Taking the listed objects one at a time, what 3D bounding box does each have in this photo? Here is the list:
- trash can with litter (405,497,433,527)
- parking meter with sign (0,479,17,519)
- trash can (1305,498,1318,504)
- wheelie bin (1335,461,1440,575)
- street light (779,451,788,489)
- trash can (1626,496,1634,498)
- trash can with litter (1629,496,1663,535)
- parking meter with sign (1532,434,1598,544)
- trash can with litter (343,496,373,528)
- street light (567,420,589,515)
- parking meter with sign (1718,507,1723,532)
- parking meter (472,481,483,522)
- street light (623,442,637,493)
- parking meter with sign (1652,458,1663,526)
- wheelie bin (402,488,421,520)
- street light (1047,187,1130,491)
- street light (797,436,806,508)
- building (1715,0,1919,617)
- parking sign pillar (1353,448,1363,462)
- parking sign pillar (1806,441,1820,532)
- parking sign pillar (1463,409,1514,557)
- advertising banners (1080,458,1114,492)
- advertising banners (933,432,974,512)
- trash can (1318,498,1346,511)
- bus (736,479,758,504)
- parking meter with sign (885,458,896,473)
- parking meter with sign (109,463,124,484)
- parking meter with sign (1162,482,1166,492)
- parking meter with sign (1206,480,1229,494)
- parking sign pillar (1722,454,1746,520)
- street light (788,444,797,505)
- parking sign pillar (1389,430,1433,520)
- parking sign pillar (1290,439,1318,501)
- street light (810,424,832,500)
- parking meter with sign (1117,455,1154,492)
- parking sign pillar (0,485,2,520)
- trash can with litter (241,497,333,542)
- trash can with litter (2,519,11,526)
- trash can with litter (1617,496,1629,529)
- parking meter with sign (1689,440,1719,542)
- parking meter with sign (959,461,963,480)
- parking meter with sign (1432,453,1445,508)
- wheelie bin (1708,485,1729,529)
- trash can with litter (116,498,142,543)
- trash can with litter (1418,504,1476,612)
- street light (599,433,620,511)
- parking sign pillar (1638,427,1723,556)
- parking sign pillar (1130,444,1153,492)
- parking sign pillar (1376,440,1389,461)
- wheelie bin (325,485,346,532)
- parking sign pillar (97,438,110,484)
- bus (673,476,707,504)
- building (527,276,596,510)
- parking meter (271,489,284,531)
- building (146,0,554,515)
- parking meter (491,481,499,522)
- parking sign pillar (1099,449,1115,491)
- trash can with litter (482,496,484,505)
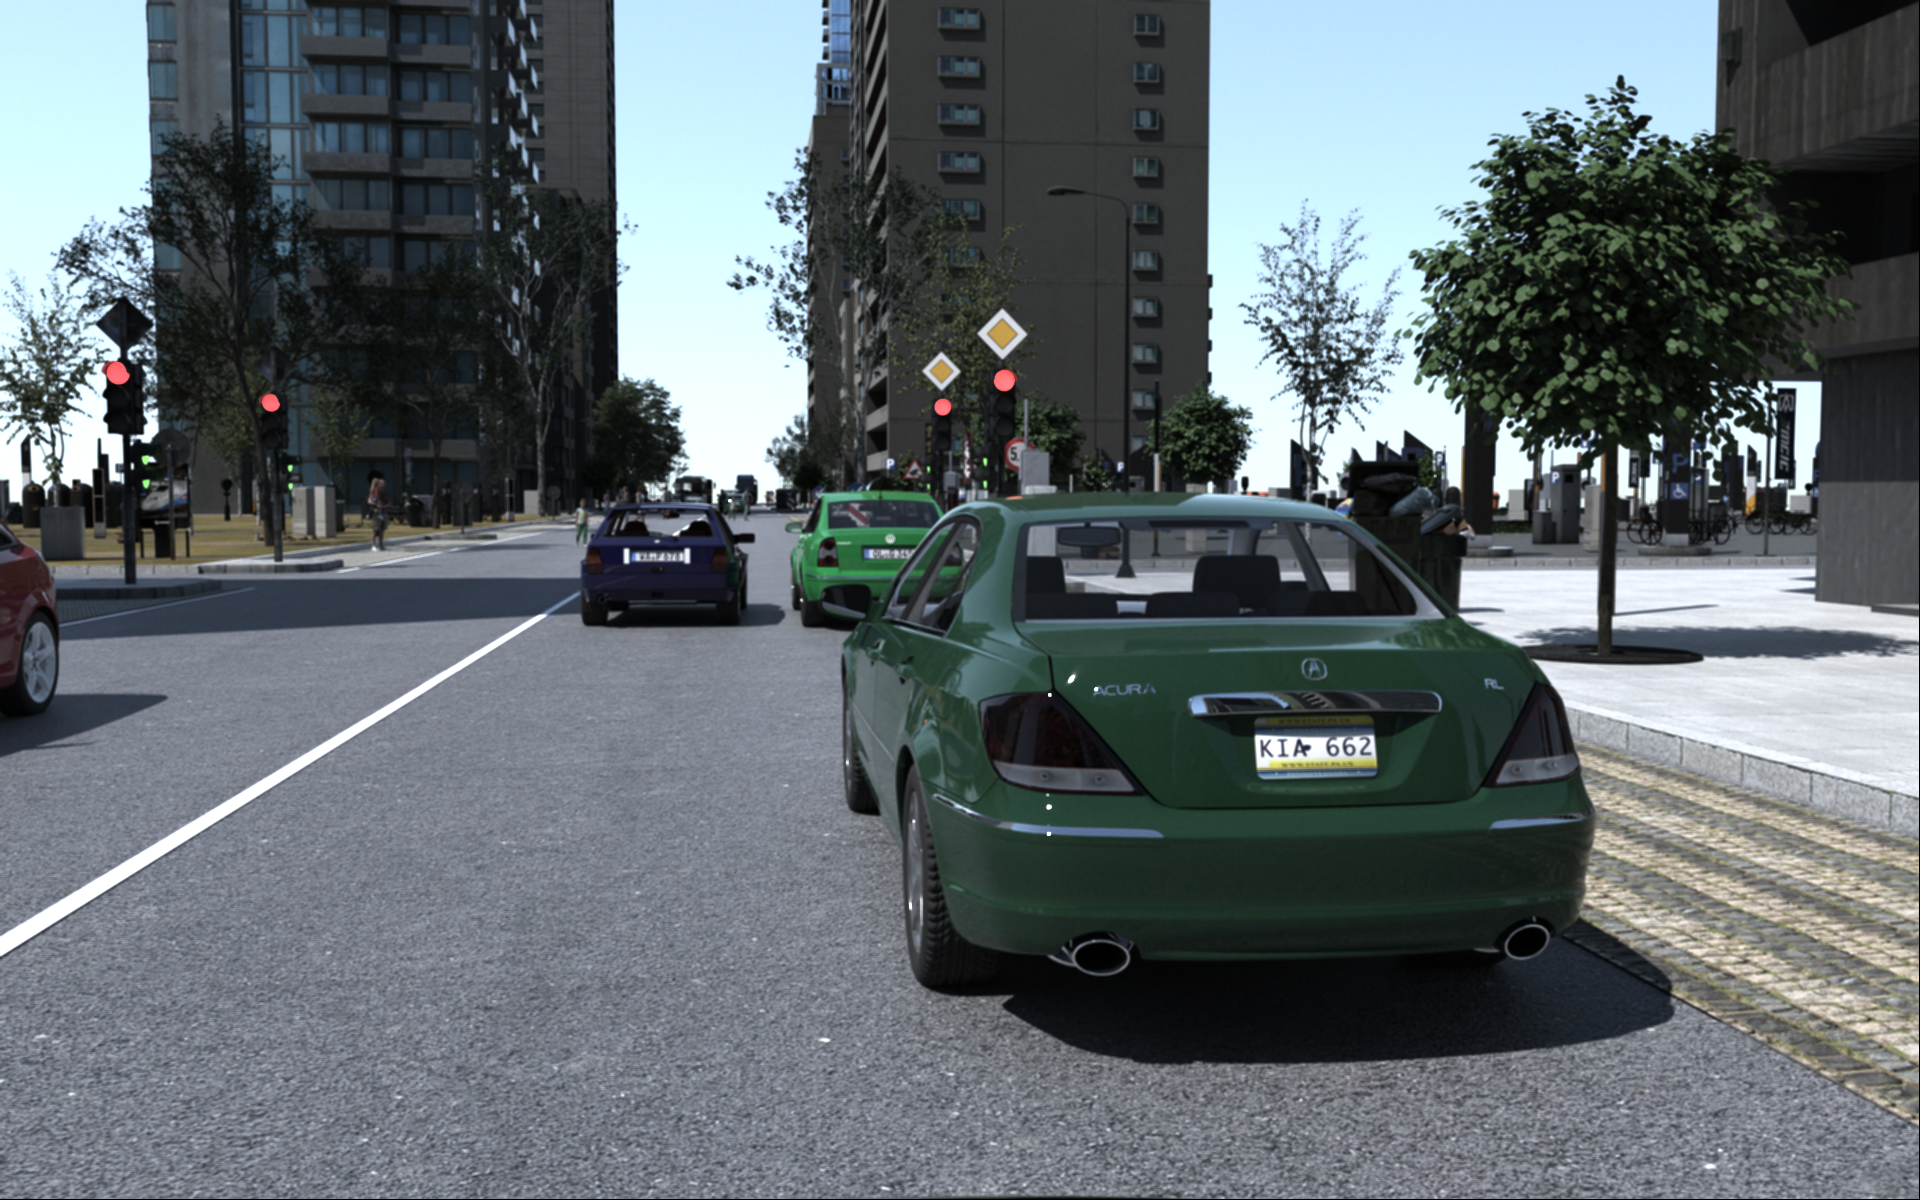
[{"bbox_3d":[-20.852,-3.395,66.900,0.624,1.170,1.055,2,4,32],"label":"trash can with litter"},{"bbox_3d":[-49.146,-5.656,88.731,1.738,3.016,0.543,0,4,3],"label":"parking meter with sign"},{"bbox_3d":[13.267,-3.249,64.773,0.748,1.137,0.748,0,3,0],"label":"trash can"},{"bbox_3d":[4.078,-0.528,16.539,0.980,1.594,0.693,0,4,5],"label":"wheelie bin"},{"bbox_3d":[-19.506,-13.741,197.208,1.470,5.913,1.316,0,4,-7],"label":"street light"},{"bbox_3d":[44.879,-6.371,115.823,0.748,1.137,0.748,0,3,0],"label":"trash can"},{"bbox_3d":[22.507,-2.698,55.176,1.678,1.210,2.233,2,4,32],"label":"trash can with litter"},{"bbox_3d":[15.524,-2.950,44.493,1.738,3.016,0.543,-2,4,-25],"label":"parking meter with sign"},{"bbox_3d":[-22.909,-3.362,66.031,2.233,1.210,1.678,0,4,-2],"label":"trash can with litter"},{"bbox_3d":[-23.875,-8.306,108.349,1.470,5.913,1.316,0,4,-7],"label":"street light"},{"bbox_3d":[24.668,-3.772,57.936,1.738,3.016,0.543,-1,4,-13],"label":"parking meter with sign"},{"bbox_3d":[-21.852,-4.450,78.465,0.399,1.863,0.255,1,4,13],"label":"parking meter"},{"bbox_3d":[-29.821,-11.135,154.597,1.470,5.913,1.316,0,4,-7],"label":"street light"},{"bbox_3d":[27.788,-4.391,68.052,0.543,3.016,1.738,0,4,1],"label":"parking meter with sign"},{"bbox_3d":[-26.732,-4.683,84.468,0.980,1.594,0.693,-3,4,-36],"label":"wheelie bin"},{"bbox_3d":[2.014,-3.295,26.408,1.470,5.913,1.316,0,4,-7],"label":"street light"},{"bbox_3d":[-12.064,-10.150,138.494,1.470,5.913,1.316,0,4,-7],"label":"street light"},{"bbox_3d":[15.870,-15.036,17.534,14.160,30.474,14.107,0,4,-7],"label":"building"},{"bbox_3d":[23.801,-6.994,102.830,1.447,3.967,1.447,3,4,39],"label":"parking sign pillar"},{"bbox_3d":[29.888,-4.339,59.418,1.447,3.967,1.447,-1,4,-23],"label":"parking sign pillar"},{"bbox_3d":[10.670,-2.884,35.624,1.447,3.967,1.447,1,4,8],"label":"parking sign pillar"},{"bbox_3d":[6.805,-5.343,83.547,2.074,3.025,0.090,0,4,-1],"label":"advertising banners"},{"bbox_3d":[-0.219,-3.266,49.580,0.090,3.025,2.074,-2,4,-35],"label":"advertising banners"},{"bbox_3d":[13.101,-2.978,60.341,0.748,1.137,0.748,0,3,0],"label":"trash can"},{"bbox_3d":[-31.032,-15.966,252.587,2.896,3.916,12.252,-1,4,-9],"label":"bus"},{"bbox_3d":[-3.061,-5.448,85.328,0.543,3.016,1.738,1,4,23],"label":"parking meter with sign"},{"bbox_3d":[-48.331,-6.288,99.062,1.738,3.016,0.543,3,5,41],"label":"parking meter with sign"},{"bbox_3d":[12.828,-7.016,110.970,1.738,3.016,0.543,-1,4,-17],"label":"parking meter with sign"},{"bbox_3d":[13.044,-5.523,86.562,1.738,3.016,0.543,-1,4,-23],"label":"parking meter with sign"},{"bbox_3d":[39.001,-6.030,87.070,1.447,3.967,1.447,1,4,13],"label":"parking sign pillar"},{"bbox_3d":[-15.079,-11.575,161.793,1.470,5.913,1.316,0,4,-7],"label":"street light"},{"bbox_3d":[19.005,-5.117,72.142,1.447,3.967,1.447,3,5,44],"label":"parking sign pillar"},{"bbox_3d":[16.779,-5.870,84.448,1.447,3.967,1.447,-1,4,-15],"label":"parking sign pillar"},{"bbox_3d":[-9.107,-8.725,115.198,1.470,5.913,1.316,0,4,-7],"label":"street light"},{"bbox_3d":[7.457,-4.733,73.648,1.738,3.016,0.543,2,4,26],"label":"parking meter with sign"},{"bbox_3d":[-18.604,-2.675,32.207,1.447,3.967,1.447,2,4,28],"label":"parking sign pillar"},{"bbox_3d":[-18.477,-2.239,47.662,2.233,1.210,1.678,0,4,-6],"label":"trash can with litter"},{"bbox_3d":[-38.477,-3.529,69.085,1.055,1.170,0.624,-1,4,-22],"label":"trash can with litter"},{"bbox_3d":[23.281,-3.117,62.019,2.233,1.210,1.678,0,4,5],"label":"trash can with litter"},{"bbox_3d":[20.179,-3.119,47.257,0.543,3.016,1.738,2,4,32],"label":"parking meter with sign"},{"bbox_3d":[-0.318,-5.247,82.045,0.543,3.016,1.738,3,5,42],"label":"parking meter with sign"},{"bbox_3d":[19.710,-4.739,73.735,1.738,3.016,0.543,-1,4,-16],"label":"parking meter with sign"},{"bbox_3d":[27.496,-3.369,62.984,0.693,1.594,0.980,-3,5,-43],"label":"wheelie bin"},{"bbox_3d":[-21.761,-2.086,45.488,0.624,1.170,1.055,-1,4,-12],"label":"trash can with litter"},{"bbox_3d":[4.939,-0.441,18.601,1.055,1.170,0.624,-1,4,-11],"label":"trash can with litter"},{"bbox_3d":[-26.777,-9.725,131.550,1.470,5.913,1.316,0,4,-7],"label":"street light"},{"bbox_3d":[15.063,-2.930,36.380,1.447,3.967,1.447,1,4,17],"label":"parking sign pillar"},{"bbox_3d":[8.515,-5.630,80.515,1.447,3.967,1.447,0,4,2],"label":"parking sign pillar"},{"bbox_3d":[21.122,-5.918,85.229,1.447,3.967,1.447,1,4,14],"label":"parking sign pillar"},{"bbox_3d":[-21.212,-3.090,58.423,0.693,1.594,0.980,1,4,13],"label":"wheelie bin"},{"bbox_3d":[-41.401,-5.823,83.686,1.447,3.967,1.447,-2,4,-28],"label":"parking sign pillar"},{"bbox_3d":[-26.014,-10.572,167.706,2.948,3.499,13.247,0,4,-6],"label":"bus"},{"bbox_3d":[-47.052,-18.670,150.293,27.650,21.520,28.899,0,4,-7],"label":"building"},{"bbox_3d":[-23.637,-3.155,59.991,0.372,1.533,0.369,0,3,0],"label":"parking meter"},{"bbox_3d":[-41.576,-30.622,120.286,23.786,49.044,30.456,0,4,-7],"label":"building"},{"bbox_3d":[-21.167,-4.475,78.869,0.255,1.863,0.399,0,4,0],"label":"parking meter"},{"bbox_3d":[8.671,-7.002,102.955,1.447,3.967,1.447,-2,4,-28],"label":"parking sign pillar"},{"bbox_3d":[-29.048,-5.761,105.257,1.678,1.210,2.233,-3,5,-45],"label":"trash can with litter"}]
